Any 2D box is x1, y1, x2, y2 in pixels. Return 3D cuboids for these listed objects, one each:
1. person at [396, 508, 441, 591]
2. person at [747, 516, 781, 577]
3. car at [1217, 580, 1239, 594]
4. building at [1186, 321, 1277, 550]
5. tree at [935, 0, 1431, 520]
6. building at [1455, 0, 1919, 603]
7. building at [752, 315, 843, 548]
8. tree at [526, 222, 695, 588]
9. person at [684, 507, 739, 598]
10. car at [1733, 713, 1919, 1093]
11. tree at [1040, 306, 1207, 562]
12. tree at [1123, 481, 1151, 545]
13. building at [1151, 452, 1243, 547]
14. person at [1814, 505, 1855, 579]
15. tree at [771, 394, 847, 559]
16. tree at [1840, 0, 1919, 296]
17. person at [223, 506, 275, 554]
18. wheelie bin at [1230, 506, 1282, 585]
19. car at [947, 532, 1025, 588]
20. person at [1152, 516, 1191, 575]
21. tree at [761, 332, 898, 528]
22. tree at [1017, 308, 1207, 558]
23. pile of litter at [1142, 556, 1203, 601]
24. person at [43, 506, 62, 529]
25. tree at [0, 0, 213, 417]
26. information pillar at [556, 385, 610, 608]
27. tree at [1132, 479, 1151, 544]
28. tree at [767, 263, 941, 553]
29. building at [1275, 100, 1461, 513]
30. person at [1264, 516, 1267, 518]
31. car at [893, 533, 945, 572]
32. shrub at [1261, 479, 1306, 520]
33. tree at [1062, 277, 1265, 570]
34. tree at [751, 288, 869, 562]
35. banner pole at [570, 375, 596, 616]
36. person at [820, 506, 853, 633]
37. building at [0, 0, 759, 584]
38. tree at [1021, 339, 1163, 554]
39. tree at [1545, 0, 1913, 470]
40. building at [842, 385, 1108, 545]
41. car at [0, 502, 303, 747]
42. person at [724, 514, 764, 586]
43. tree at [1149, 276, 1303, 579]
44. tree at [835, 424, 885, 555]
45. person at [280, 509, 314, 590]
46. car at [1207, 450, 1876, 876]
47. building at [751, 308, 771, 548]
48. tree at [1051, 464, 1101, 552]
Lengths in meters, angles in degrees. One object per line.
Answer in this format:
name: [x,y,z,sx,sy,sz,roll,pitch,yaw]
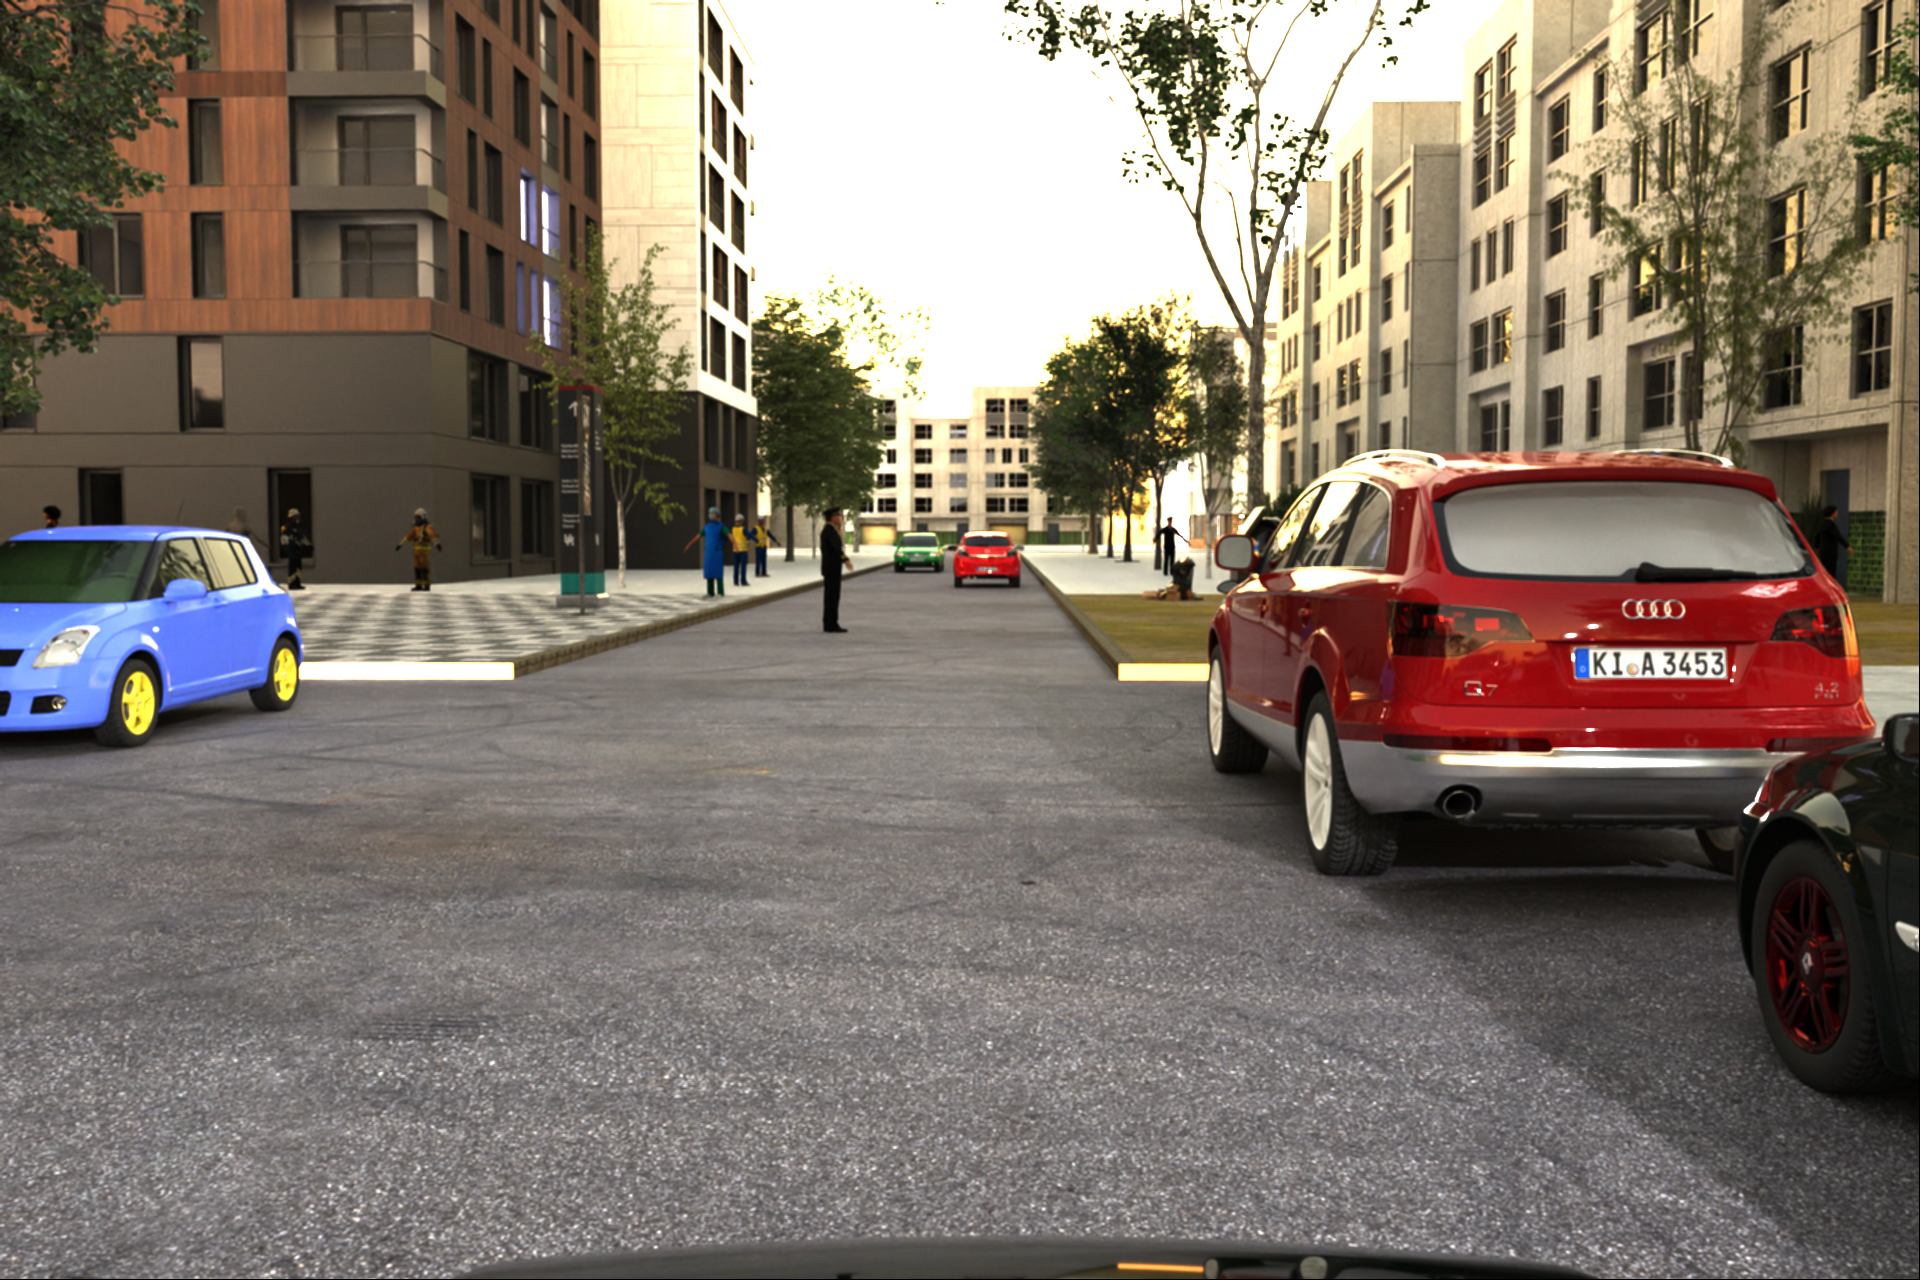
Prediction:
person: [-12.140,-2.032,38.991,1.354,1.858,0.705,2,4,28]
person: [-5.945,-2.810,51.920,0.705,1.833,1.349,3,5,42]
car: [3.179,-0.133,14.179,2.014,1.417,4.499,0,4,1]
building: [25.493,-18.236,154.577,16.016,20.090,11.380,0,4,1]
tree: [5.182,-11.157,38.308,12.611,20.169,13.585,0,3,0]
building: [26.063,-11.046,47.059,16.747,18.905,31.486,0,4,2]
building: [-21.490,-20.688,169.176,19.493,23.208,18.063,0,4,1]
tree: [-8.064,-5.541,40.961,4.737,8.622,4.395,0,3,0]
person: [-4.931,-1.743,34.627,1.347,1.817,0.704,2,4,30]
car: [3.014,0.401,3.239,2.009,1.686,4.222,0,4,1]
tree: [7.642,-9.403,79.493,9.928,11.665,9.643,0,3,0]
tree: [22.055,-15.790,208.528,4.360,8.622,3.978,0,3,0]
building: [24.768,-14.137,173.290,9.099,9.664,28.070,0,4,1]
person: [16.039,-1.573,31.905,0.705,1.806,1.347,0,4,1]
tree: [-7.386,-8.503,89.392,4.360,8.622,3.978,0,3,0]
tree: [16.718,-6.021,24.195,9.928,11.665,9.643,0,3,0]
person: [-13.832,-1.666,33.368,1.348,1.813,0.705,1,4,16]
wheelie bin: [3.470,-0.745,20.094,0.693,1.594,0.980,0,4,0]
car: [0.727,-2.376,47.890,2.155,1.783,4.494,0,3,0]
person: [6.512,-2.920,53.681,1.347,1.837,0.705,-1,4,-21]
tree: [-7.308,-10.974,97.554,7.486,12.596,7.792,0,3,0]
tree: [8.241,-11.183,93.215,12.009,13.543,11.850,0,3,0]
pile of litter: [4.136,-1.215,33.824,1.176,0.858,1.719,0,4,1]
person: [-17.477,-1.660,33.284,0.704,1.843,1.345,-1,4,-8]
tree: [-11.792,-6.666,15.639,9.857,13.997,8.962,0,3,0]
information pillar: [-6.661,-2.516,30.514,0.750,3.857,0.750,0,4,3]
tree: [22.487,-16.124,213.991,4.737,8.622,4.395,0,3,0]
tree: [-7.203,-16.177,120.381,12.611,20.169,13.585,0,3,0]
building: [25.358,-13.013,79.214,16.747,18.905,31.486,0,4,1]
person: [7.018,-2.049,40.308,0.721,1.733,1.217,2,4,27]
car: [-1.545,-3.511,66.207,1.959,1.807,4.718,0,4,1]
shrub: [4.562,-1.163,23.434,1.690,2.028,1.600,0,3,0]
tree: [7.376,-7.809,62.097,7.601,10.594,8.767,-3,5,-43]
tree: [-8.098,-9.962,81.000,7.486,12.596,7.792,0,3,0]
banner pole: [-5.979,-2.298,27.586,0.401,3.779,0.863,0,4,2]
person: [-1.843,-1.036,25.328,0.705,1.837,1.347,-1,4,-19]
building: [-23.349,-13.216,60.063,27.936,21.610,32.646,0,4,2]
tree: [8.601,-12.555,111.924,9.857,13.997,8.962,0,3,0]
tree: [9.380,-4.409,22.447,4.360,8.622,3.978,0,3,0]
building: [2.275,-21.063,213.287,31.486,18.905,16.747,0,4,6]
car: [-6.324,-0.194,12.767,1.945,1.707,3.694,0,4,2]
person: [-5.421,-2.237,43.032,1.216,1.772,0.721,2,4,25]
tree: [7.040,-6.081,49.792,4.360,8.622,3.978,0,3,0]
tree: [-7.406,-9.588,107.118,4.360,8.622,3.978,0,3,0]
person: [-15.297,-2.085,39.876,0.705,1.856,1.354,0,4,6]
car: [2.522,-0.007,8.793,2.281,1.827,5.304,0,4,1]
building: [-22.491,-17.628,144.632,16.016,20.090,11.380,0,4,1]
tree: [8.945,-10.522,122.396,4.360,8.622,3.978,0,3,0]
